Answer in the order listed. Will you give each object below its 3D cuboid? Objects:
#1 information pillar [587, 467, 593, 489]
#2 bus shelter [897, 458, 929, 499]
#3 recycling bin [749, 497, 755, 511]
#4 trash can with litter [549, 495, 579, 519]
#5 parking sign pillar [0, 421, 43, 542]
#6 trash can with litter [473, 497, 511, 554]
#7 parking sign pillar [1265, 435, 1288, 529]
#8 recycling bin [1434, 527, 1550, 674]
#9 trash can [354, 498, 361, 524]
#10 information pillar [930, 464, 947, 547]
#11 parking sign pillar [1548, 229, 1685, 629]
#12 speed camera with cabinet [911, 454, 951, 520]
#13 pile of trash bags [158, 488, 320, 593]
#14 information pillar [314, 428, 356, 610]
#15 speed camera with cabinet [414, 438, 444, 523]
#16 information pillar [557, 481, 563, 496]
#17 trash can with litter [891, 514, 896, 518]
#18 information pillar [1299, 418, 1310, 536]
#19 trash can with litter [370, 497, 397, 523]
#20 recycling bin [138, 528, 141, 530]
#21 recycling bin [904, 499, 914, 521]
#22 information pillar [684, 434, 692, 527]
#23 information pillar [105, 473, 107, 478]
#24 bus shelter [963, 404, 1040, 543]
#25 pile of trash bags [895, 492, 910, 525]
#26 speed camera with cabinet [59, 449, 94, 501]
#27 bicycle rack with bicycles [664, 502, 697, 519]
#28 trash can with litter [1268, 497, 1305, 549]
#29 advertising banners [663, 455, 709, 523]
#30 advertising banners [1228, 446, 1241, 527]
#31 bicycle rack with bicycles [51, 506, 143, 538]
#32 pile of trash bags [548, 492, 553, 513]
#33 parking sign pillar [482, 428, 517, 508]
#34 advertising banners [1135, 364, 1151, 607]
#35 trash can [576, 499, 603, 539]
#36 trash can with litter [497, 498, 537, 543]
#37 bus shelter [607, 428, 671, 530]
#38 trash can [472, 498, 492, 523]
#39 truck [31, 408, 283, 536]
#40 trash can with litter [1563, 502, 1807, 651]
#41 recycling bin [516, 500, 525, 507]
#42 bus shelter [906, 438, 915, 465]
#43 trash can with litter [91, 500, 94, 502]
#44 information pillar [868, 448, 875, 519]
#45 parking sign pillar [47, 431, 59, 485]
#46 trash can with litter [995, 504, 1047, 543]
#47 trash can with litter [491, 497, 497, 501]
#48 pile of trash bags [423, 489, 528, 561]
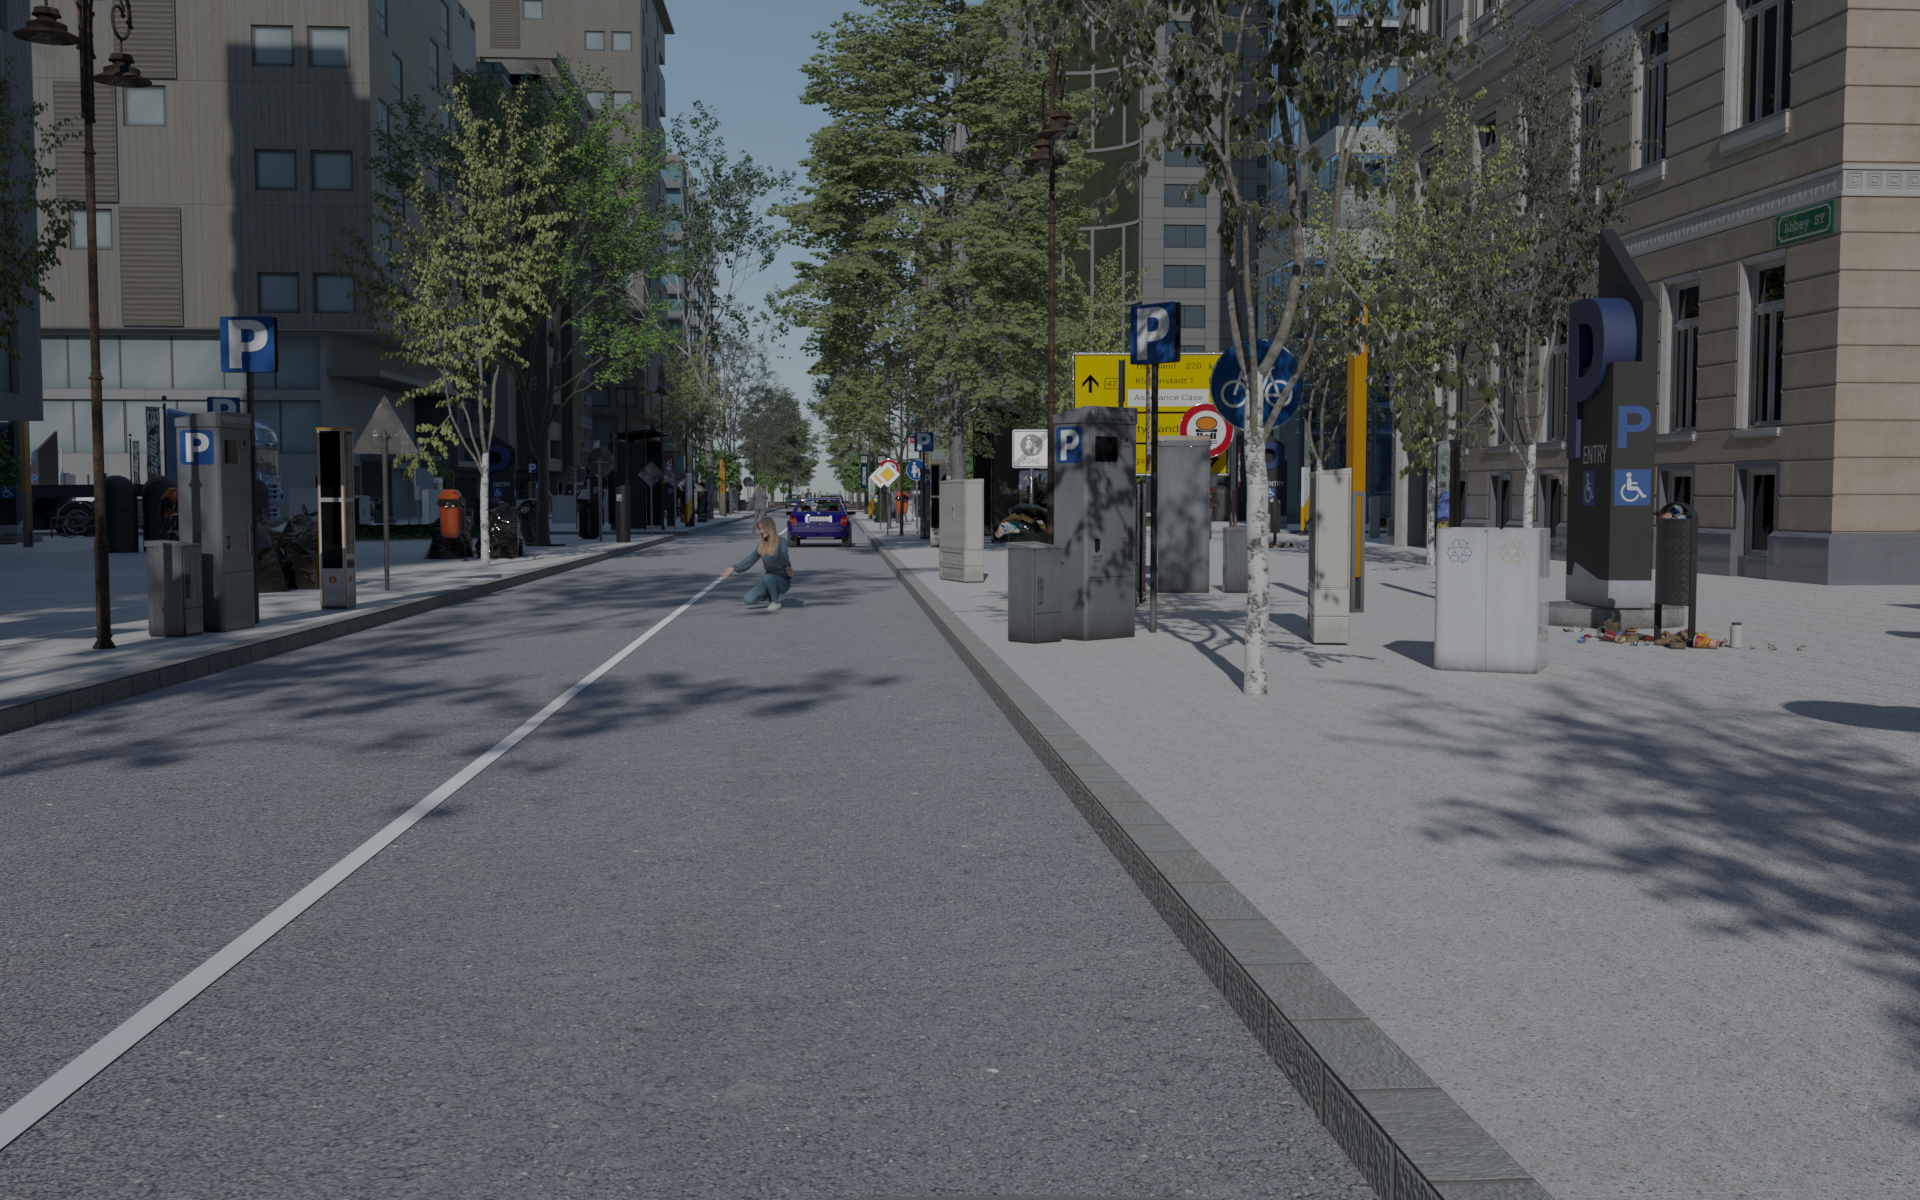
[{"bbox_3d":[-20.222,-6.319,94.665,0.504,3.616,0.183,3,5,45],"label":"information pillar"},{"bbox_3d":[-2.941,-6.502,100.232,2.014,3.302,5.546,0,4,-4],"label":"bus shelter"},{"bbox_3d":[-15.423,-7.215,130.524,0.722,1.027,0.722,2,4,33],"label":"recycling bin"},{"bbox_3d":[-20.934,-4.817,89.807,2.233,1.210,1.678,-2,4,-33],"label":"trash can with litter"},{"bbox_3d":[-25.406,-3.539,46.331,1.447,3.967,1.447,-1,4,-21],"label":"parking sign pillar"},{"bbox_3d":[-10.424,-1.622,37.579,2.233,1.210,1.678,-2,4,-30],"label":"trash can with litter"},{"bbox_3d":[11.520,-4.656,64.601,1.447,3.967,1.447,-1,4,-11],"label":"parking sign pillar"},{"bbox_3d":[3.925,-0.013,12.761,0.722,1.027,0.722,2,4,25],"label":"recycling bin"},{"bbox_3d":[-22.950,-3.279,65.261,0.748,1.137,0.748,0,3,0],"label":"trash can"},{"bbox_3d":[-0.520,-2.287,41.892,0.304,2.012,0.304,2,4,31],"label":"information pillar"},{"bbox_3d":[6.411,-1.749,17.066,1.447,3.967,1.447,0,4,2],"label":"parking sign pillar"},{"bbox_3d":[-1.352,-5.534,84.823,2.038,3.252,0.660,0,4,-3],"label":"speed camera with cabinet"},{"bbox_3d":[-10.040,-0.857,23.760,3.447,1.369,1.912,3,5,40],"label":"pile of trash bags"},{"bbox_3d":[-6.946,-0.906,19.297,0.304,2.012,0.304,0,4,1],"label":"information pillar"},{"bbox_3d":[-18.719,-4.085,61.118,0.660,3.252,2.038,-2,4,-31],"label":"speed camera with cabinet"},{"bbox_3d":[-22.328,-5.646,96.806,0.304,2.012,0.304,-1,4,-16],"label":"information pillar"},{"bbox_3d":[-3.608,-4.993,93.022,0.624,1.170,1.055,-2,4,-29],"label":"trash can with litter"},{"bbox_3d":[10.658,-3.795,53.404,0.183,3.616,0.504,2,4,34],"label":"information pillar"},{"bbox_3d":[-25.119,-3.918,75.451,0.624,1.170,1.055,3,4,38],"label":"trash can with litter"},{"bbox_3d":[-29.331,-3.072,62.786,0.722,1.027,0.722,1,4,21],"label":"recycling bin"},{"bbox_3d":[-2.575,-4.234,81.780,0.722,1.027,0.722,0,4,6],"label":"recycling bin"},{"bbox_3d":[-10.582,-4.659,67.523,0.183,3.616,0.504,1,4,13],"label":"information pillar"},{"bbox_3d":[-29.983,-3.427,60.524,0.304,2.012,0.304,-3,5,-43],"label":"information pillar"},{"bbox_3d":[1.093,-3.471,48.036,1.731,3.624,6.357,0,4,-4],"label":"bus shelter"},{"bbox_3d":[-0.998,-3.802,71.916,3.447,1.369,1.912,-1,4,-10],"label":"pile of trash bags"},{"bbox_3d":[-38.468,-4.972,75.632,2.038,3.252,0.660,1,4,11],"label":"speed camera with cabinet"},{"bbox_3d":[-15.251,-4.772,91.406,2.925,0.926,2.852,3,5,41],"label":"bicycle rack with bicycles"},{"bbox_3d":[7.464,-1.876,41.727,1.678,1.210,2.233,1,4,13],"label":"trash can with litter"},{"bbox_3d":[-12.353,-5.010,78.103,2.074,3.025,0.090,-1,4,-19],"label":"advertising banners"},{"bbox_3d":[9.951,-4.065,62.643,0.090,3.025,2.074,1,4,20],"label":"advertising banners"},{"bbox_3d":[-25.545,-2.316,51.251,2.925,0.926,2.852,1,4,11],"label":"bicycle rack with bicycles"},{"bbox_3d":[-18.809,-3.840,72.538,3.447,1.369,1.912,-1,4,-8],"label":"pile of trash bags"},{"bbox_3d":[-18.477,-4.948,69.370,1.447,3.967,1.447,0,4,-1],"label":"parking sign pillar"},{"bbox_3d":[2.157,-1.486,20.476,0.090,3.025,2.074,1,4,11],"label":"advertising banners"},{"bbox_3d":[-10.542,-2.301,49.281,0.748,1.137,0.748,0,3,0],"label":"trash can"},{"bbox_3d":[-11.385,-2.057,45.012,1.055,1.170,0.624,3,5,41],"label":"trash can with litter"},{"bbox_3d":[-11.957,-4.505,64.935,1.731,3.624,6.357,0,4,-4],"label":"bus shelter"},{"bbox_3d":[-17.729,-3.215,64.218,0.748,1.137,0.748,0,3,0],"label":"trash can"},{"bbox_3d":[-30.633,-3.967,54.620,18.799,4.110,2.967,0,4,-6],"label":"truck"},{"bbox_3d":[6.119,-0.248,15.116,1.678,1.210,2.233,-1,4,-10],"label":"trash can with litter"},{"bbox_3d":[-19.630,-3.967,77.419,0.722,1.027,0.722,-2,4,-30],"label":"recycling bin"},{"bbox_3d":[-3.683,-8.496,116.547,2.179,5.291,8.768,0,4,-4],"label":"bus shelter"},{"bbox_3d":[-34.120,-3.460,67.966,0.624,1.170,1.055,3,5,42],"label":"trash can with litter"},{"bbox_3d":[-4.479,-5.900,87.821,0.183,3.616,0.504,2,4,29],"label":"information pillar"},{"bbox_3d":[-38.987,-5.216,73.752,1.447,3.967,1.447,1,4,8],"label":"parking sign pillar"},{"bbox_3d":[0.910,-0.528,20.022,0.624,1.170,1.055,2,4,30],"label":"trash can with litter"},{"bbox_3d":[-17.900,-3.361,66.335,0.624,1.170,1.055,0,4,2],"label":"trash can with litter"},{"bbox_3d":[-9.746,-1.508,34.404,1.912,1.369,3.447,0,4,-3],"label":"pile of trash bags"}]
